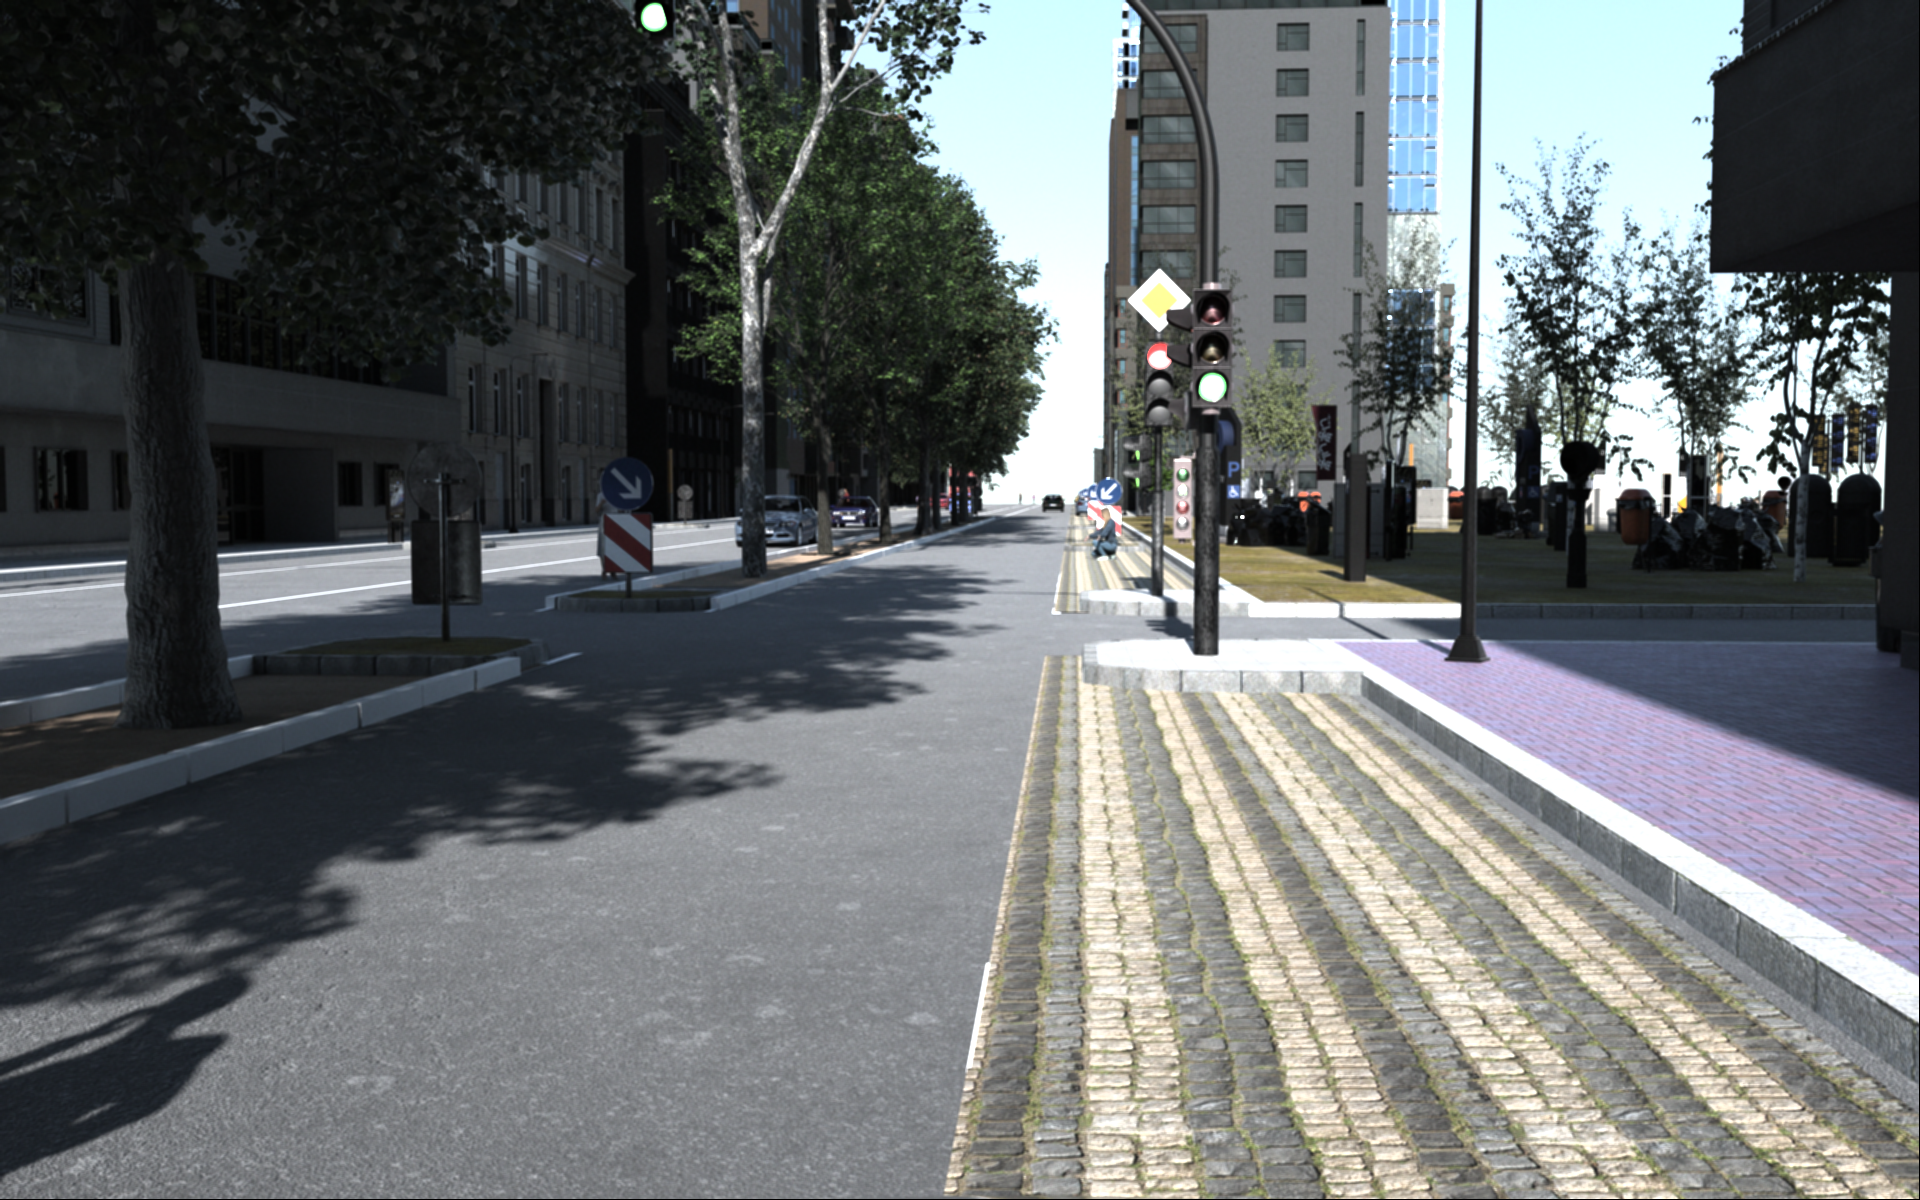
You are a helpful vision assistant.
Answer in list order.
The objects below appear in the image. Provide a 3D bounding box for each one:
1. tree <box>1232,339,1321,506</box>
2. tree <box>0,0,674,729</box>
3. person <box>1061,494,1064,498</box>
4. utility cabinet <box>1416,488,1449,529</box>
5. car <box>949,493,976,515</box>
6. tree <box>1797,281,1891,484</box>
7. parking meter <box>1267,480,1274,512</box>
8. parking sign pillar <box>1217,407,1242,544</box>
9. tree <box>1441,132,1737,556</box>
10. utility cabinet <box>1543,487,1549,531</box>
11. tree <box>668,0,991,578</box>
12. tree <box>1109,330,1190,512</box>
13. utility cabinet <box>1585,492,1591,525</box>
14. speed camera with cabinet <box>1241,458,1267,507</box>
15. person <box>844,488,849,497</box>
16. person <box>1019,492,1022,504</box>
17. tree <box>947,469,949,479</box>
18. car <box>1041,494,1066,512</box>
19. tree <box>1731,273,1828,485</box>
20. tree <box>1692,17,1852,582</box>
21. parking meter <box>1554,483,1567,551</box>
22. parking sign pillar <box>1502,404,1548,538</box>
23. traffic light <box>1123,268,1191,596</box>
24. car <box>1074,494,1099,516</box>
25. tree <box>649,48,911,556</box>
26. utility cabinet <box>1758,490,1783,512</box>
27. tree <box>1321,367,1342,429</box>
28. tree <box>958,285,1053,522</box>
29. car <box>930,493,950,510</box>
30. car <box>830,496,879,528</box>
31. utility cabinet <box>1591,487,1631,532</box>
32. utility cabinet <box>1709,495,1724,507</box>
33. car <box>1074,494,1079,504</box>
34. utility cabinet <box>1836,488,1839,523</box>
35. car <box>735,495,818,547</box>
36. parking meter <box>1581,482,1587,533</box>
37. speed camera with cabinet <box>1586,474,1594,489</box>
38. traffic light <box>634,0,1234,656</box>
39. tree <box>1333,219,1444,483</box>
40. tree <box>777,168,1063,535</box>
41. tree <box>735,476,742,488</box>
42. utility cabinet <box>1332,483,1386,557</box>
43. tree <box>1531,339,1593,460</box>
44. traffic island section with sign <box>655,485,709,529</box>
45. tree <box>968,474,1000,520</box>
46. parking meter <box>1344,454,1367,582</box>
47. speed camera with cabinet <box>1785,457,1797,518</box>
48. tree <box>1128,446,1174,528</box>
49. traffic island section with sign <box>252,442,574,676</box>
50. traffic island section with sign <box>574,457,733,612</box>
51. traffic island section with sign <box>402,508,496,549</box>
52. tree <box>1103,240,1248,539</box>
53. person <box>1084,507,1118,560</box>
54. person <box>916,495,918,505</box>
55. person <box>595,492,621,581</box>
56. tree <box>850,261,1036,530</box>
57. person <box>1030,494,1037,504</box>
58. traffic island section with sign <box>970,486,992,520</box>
[{"bbox_3d":[14.442,-8.113,83.013,4.737,8.622,4.395,0,3,0],"label":"tree"},{"bbox_3d":[-4.839,-6.187,10.268,9.857,13.997,8.962,0,3,0],"label":"tree"},{"bbox_3d":[13.923,-13.830,237.805,0.799,1.438,0.628,0,4,-1],"label":"person"},{"bbox_3d":[17.155,-3.316,62.895,0.318,1.500,1.173,-3,4,-36],"label":"utility cabinet"},{"bbox_3d":[0.248,-6.885,122.158,1.945,1.707,3.694,0,4,6],"label":"car"},{"bbox_3d":[30.039,-6.536,57.222,4.360,8.622,3.978,0,3,0],"label":"tree"},{"bbox_3d":[13.152,-4.139,73.379,0.255,1.863,0.399,1,4,18],"label":"parking meter"},{"bbox_3d":[6.950,-3.486,45.470,1.447,3.967,1.447,-1,4,-12],"label":"parking sign pillar"},{"bbox_3d":[12.670,-5.199,35.373,4.360,8.622,3.978,0,3,0],"label":"tree"},{"bbox_3d":[18.115,-2.717,53.098,0.318,1.500,1.173,1,4,11],"label":"utility cabinet"},{"bbox_3d":[-2.366,-10.385,28.144,12.611,20.169,13.585,0,3,0],"label":"tree"},{"bbox_3d":[8.831,-7.754,77.148,4.737,8.622,4.395,0,3,0],"label":"tree"},{"bbox_3d":[25.899,-3.873,72.001,1.173,1.500,0.318,2,4,34],"label":"utility cabinet"},{"bbox_3d":[16.398,-6.225,96.114,2.038,3.252,0.660,1,4,23],"label":"speed camera with cabinet"},{"bbox_3d":[-7.346,-6.295,111.362,0.705,1.831,1.348,-2,4,-24],"label":"person"},{"bbox_3d":[8.552,-14.256,242.108,0.617,1.759,0.750,-2,4,-34],"label":"person"},{"bbox_3d":[-2.267,-18.805,257.818,4.737,8.622,4.395,0,3,0],"label":"tree"},{"bbox_3d":[7.514,-7.930,139.447,2.009,1.686,4.222,0,4,4],"label":"car"},{"bbox_3d":[18.821,-5.737,44.160,4.360,8.622,3.978,0,3,0],"label":"tree"},{"bbox_3d":[12.474,-4.568,25.043,4.737,8.622,4.395,0,3,0],"label":"tree"},{"bbox_3d":[13.667,-1.885,39.229,0.372,1.533,0.369,0,3,0],"label":"parking meter"},{"bbox_3d":[16.862,-3.847,51.378,1.447,3.967,1.447,0,4,5],"label":"parking sign pillar"},{"bbox_3d":[2.469,-2.006,21.724,0.839,4.253,0.868,0,4,4],"label":"traffic light"},{"bbox_3d":[8.425,-6.188,113.172,2.014,1.417,4.499,0,4,3],"label":"car"},{"bbox_3d":[-3.250,-6.852,40.250,9.928,11.665,9.643,0,3,0],"label":"tree"},{"bbox_3d":[40.607,-4.769,86.653,1.173,1.500,0.318,0,4,5],"label":"utility cabinet"},{"bbox_3d":[17.251,-8.482,89.037,4.737,8.622,4.395,0,3,0],"label":"tree"},{"bbox_3d":[0.218,-10.926,87.751,9.857,13.997,8.962,0,3,0],"label":"tree"},{"bbox_3d":[-1.817,-9.062,157.202,2.155,1.783,4.494,0,4,5],"label":"car"},{"bbox_3d":[-4.526,-3.781,74.404,1.945,1.354,3.894,0,4,4],"label":"car"},{"bbox_3d":[21.598,-2.977,57.352,1.173,1.500,0.318,-1,4,-13],"label":"utility cabinet"},{"bbox_3d":[38.687,-4.760,88.983,0.306,1.237,1.020,-2,4,-27],"label":"utility cabinet"},{"bbox_3d":[16.559,-13.840,236.514,2.015,1.641,3.980,0,4,3],"label":"car"},{"bbox_3d":[32.654,-3.384,64.000,0.318,1.500,1.173,1,4,18],"label":"utility cabinet"},{"bbox_3d":[-5.040,-2.221,48.323,2.014,1.417,4.499,0,4,5],"label":"car"},{"bbox_3d":[19.354,-2.963,54.153,0.399,1.863,0.255,3,5,42],"label":"parking meter"},{"bbox_3d":[34.567,-6.064,93.486,0.660,3.252,2.038,-1,4,-12],"label":"speed camera with cabinet"},{"bbox_3d":[-0.151,-2.391,13.753,4.771,5.953,1.251,0,4,4],"label":"traffic light"},{"bbox_3d":[12.106,-5.938,47.451,4.360,8.622,3.978,0,3,0],"label":"tree"},{"bbox_3d":[-1.243,-8.595,59.989,9.611,12.733,9.660,0,3,0],"label":"tree"},{"bbox_3d":[-13.149,-6.223,96.347,1.663,3.219,1.824,0,3,0],"label":"tree"},{"bbox_3d":[8.173,-1.619,35.147,1.173,1.500,0.318,0,4,8],"label":"utility cabinet"},{"bbox_3d":[28.202,-7.893,79.417,4.737,8.622,4.395,0,3,0],"label":"tree"},{"bbox_3d":[-11.608,-3.921,72.738,1.989,1.847,2.006,0,4,4],"label":"traffic island section with sign"},{"bbox_3d":[0.647,-8.729,95.544,4.360,8.622,3.978,0,3,0],"label":"tree"},{"bbox_3d":[5.818,-1.209,25.473,0.255,1.863,0.399,0,4,0],"label":"parking meter"},{"bbox_3d":[44.969,-5.988,92.239,2.038,3.252,0.660,1,4,18],"label":"speed camera with cabinet"},{"bbox_3d":[7.615,-4.557,69.102,1.663,3.219,1.824,0,3,0],"label":"tree"},{"bbox_3d":[-4.544,-0.391,14.537,2.006,1.907,1.989,0,4,4],"label":"traffic island section with sign"},{"bbox_3d":[-4.046,-0.843,21.927,2.006,1.907,1.989,0,4,4],"label":"traffic island section with sign"},{"bbox_3d":[-13.390,-2.267,45.699,1.989,1.847,2.006,0,4,4],"label":"traffic island section with sign"},{"bbox_3d":[6.372,-6.056,49.376,4.360,8.622,3.978,0,3,0],"label":"tree"},{"bbox_3d":[3.062,-1.434,37.439,0.738,1.151,1.012,0,4,2],"label":"person"},{"bbox_3d":[-3.201,-7.533,134.893,0.421,1.427,0.697,-1,4,-9],"label":"person"},{"bbox_3d":[-5.798,-1.203,28.737,0.480,1.755,0.524,-2,4,-35],"label":"person"},{"bbox_3d":[-0.860,-9.054,68.619,7.486,12.596,7.792,0,3,0],"label":"tree"},{"bbox_3d":[10.287,-14.046,241.374,0.991,1.433,0.599,0,4,4],"label":"person"},{"bbox_3d":[0.898,-5.429,96.904,2.006,1.907,1.989,0,4,4],"label":"traffic island section with sign"}]
